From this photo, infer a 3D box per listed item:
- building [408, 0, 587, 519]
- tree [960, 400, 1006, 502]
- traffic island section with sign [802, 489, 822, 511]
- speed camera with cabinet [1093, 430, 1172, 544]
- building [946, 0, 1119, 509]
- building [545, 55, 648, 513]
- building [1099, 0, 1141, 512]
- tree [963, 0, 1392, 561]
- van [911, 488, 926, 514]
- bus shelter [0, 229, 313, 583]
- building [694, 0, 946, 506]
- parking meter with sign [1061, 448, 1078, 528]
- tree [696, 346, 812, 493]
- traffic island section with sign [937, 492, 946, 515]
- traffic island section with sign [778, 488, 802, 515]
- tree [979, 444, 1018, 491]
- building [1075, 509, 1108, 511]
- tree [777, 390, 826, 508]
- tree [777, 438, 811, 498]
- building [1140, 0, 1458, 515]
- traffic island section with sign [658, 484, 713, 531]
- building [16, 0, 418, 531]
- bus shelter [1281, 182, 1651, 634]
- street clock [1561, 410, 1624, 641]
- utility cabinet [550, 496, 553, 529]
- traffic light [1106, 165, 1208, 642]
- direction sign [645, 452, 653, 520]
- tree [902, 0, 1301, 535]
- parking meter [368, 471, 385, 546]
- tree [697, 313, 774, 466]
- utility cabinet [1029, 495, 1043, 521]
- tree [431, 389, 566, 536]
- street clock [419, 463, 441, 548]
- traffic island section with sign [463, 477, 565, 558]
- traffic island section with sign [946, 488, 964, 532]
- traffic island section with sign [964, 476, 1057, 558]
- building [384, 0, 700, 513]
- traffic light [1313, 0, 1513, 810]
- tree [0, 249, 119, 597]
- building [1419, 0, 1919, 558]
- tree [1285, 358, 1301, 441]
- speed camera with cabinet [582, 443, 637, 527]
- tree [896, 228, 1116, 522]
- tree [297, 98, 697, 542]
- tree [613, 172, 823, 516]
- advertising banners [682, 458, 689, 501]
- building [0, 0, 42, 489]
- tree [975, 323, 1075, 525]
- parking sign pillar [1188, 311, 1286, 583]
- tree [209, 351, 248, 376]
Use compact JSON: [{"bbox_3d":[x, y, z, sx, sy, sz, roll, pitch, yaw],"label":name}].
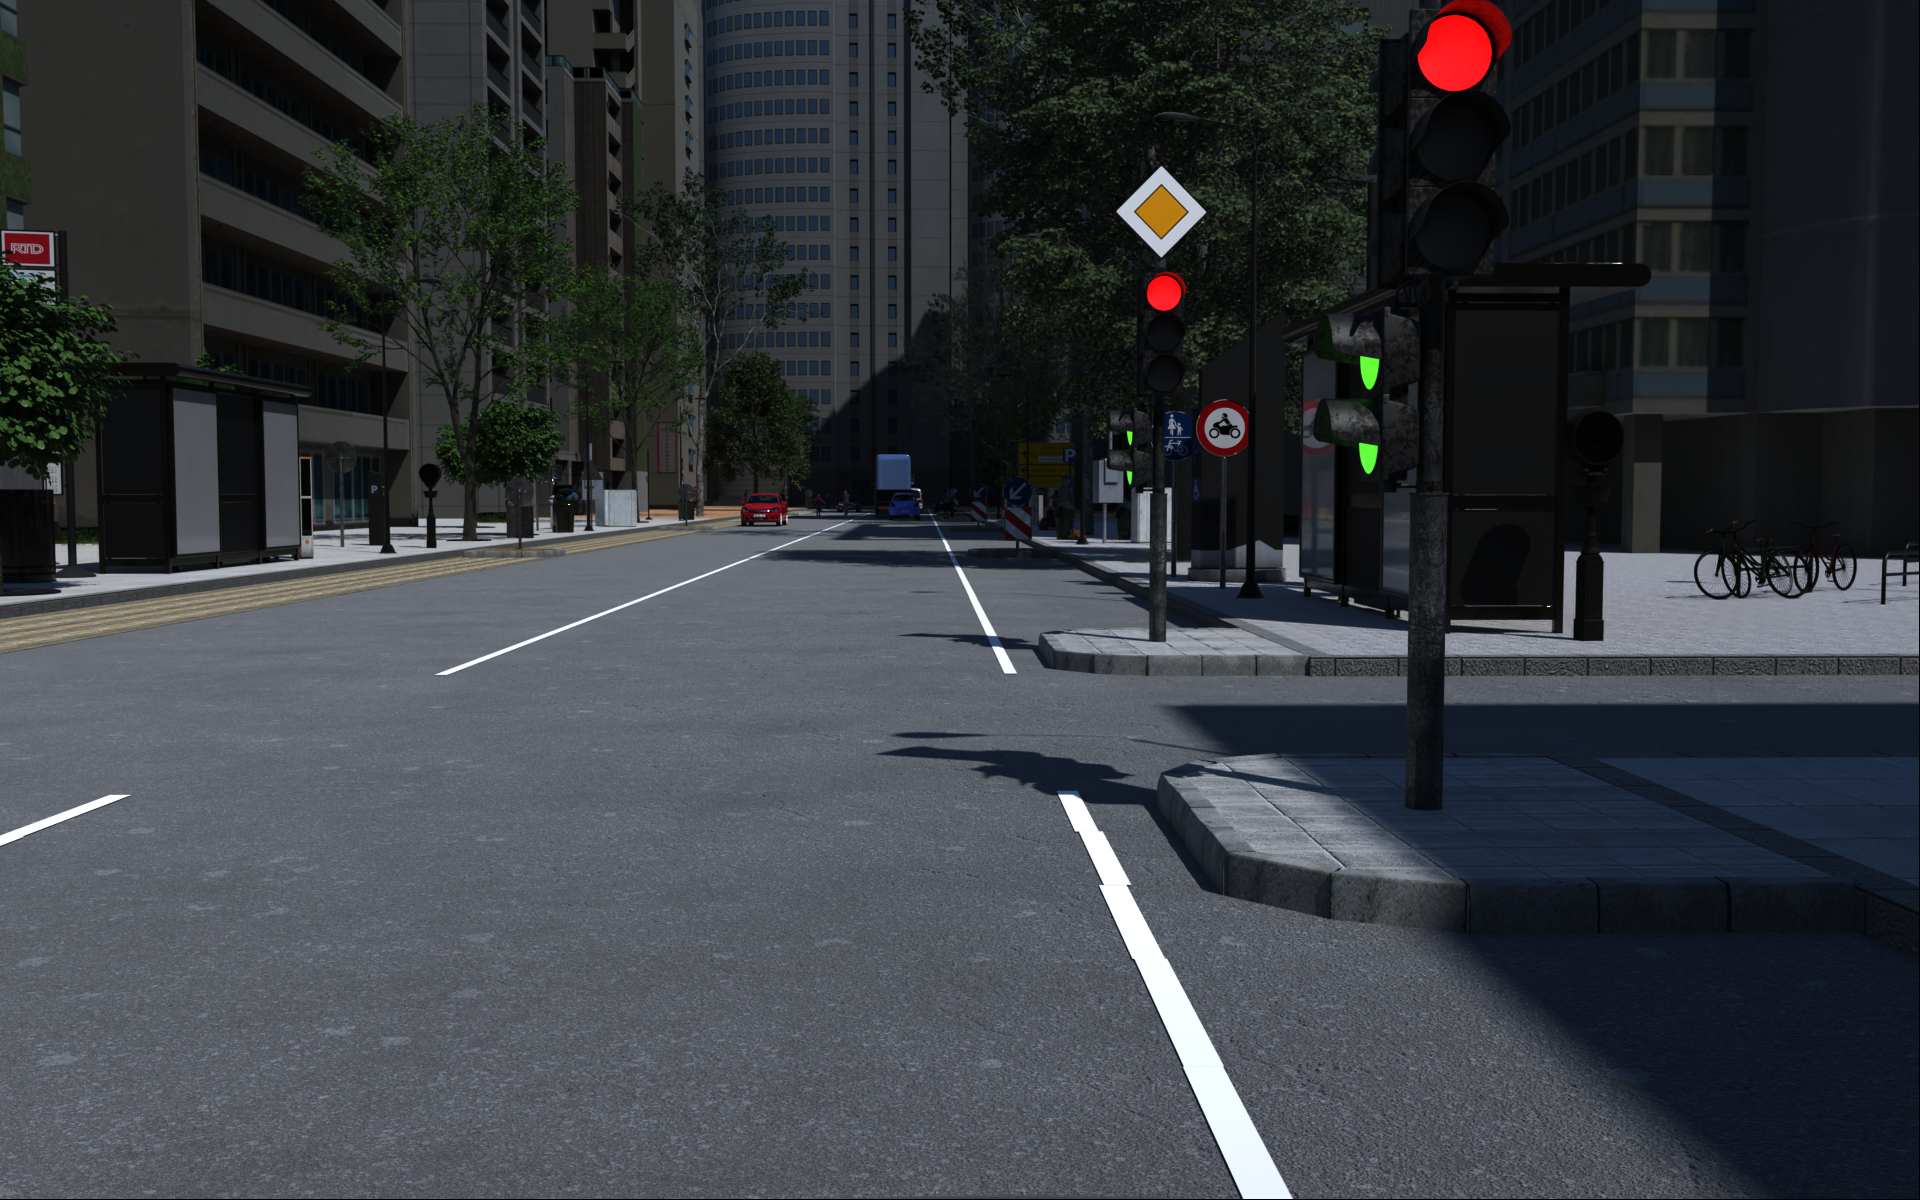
[{"bbox_3d":[-32.714,-40.370,98.295,20.563,71.187,20.611,0,4,-1],"label":"building"},{"bbox_3d":[1.938,-10.861,127.935,4.360,8.622,3.978,0,3,0],"label":"tree"},{"bbox_3d":[-12.470,-8.254,143.581,1.989,1.847,2.006,0,4,-1],"label":"traffic island section with sign"},{"bbox_3d":[4.512,-3.109,45.175,2.038,3.252,0.660,-1,4,-13],"label":"speed camera with cabinet"},{"bbox_3d":[12.961,-39.742,191.784,28.212,58.520,21.231,0,4,-1],"label":"building"},{"bbox_3d":[-29.485,-21.166,117.766,14.160,30.474,14.107,0,4,-1],"label":"building"},{"bbox_3d":[20.815,-28.119,114.363,22.147,44.769,28.867,0,4,-1],"label":"building"},{"bbox_3d":[4.487,-7.734,33.101,9.857,13.997,8.962,0,3,0],"label":"tree"},{"bbox_3d":[-3.453,-7.232,125.253,2.013,2.044,4.112,0,4,-1],"label":"van"},{"bbox_3d":[-13.495,-3.145,29.053,2.179,5.291,8.768,0,4,-1],"label":"bus shelter"},{"bbox_3d":[-15.335,-39.700,191.094,28.212,58.520,21.231,0,4,-1],"label":"building"},{"bbox_3d":[4.008,-4.192,64.794,0.543,3.016,1.738,1,4,11],"label":"parking meter with sign"},{"bbox_3d":[-15.909,-13.272,134.006,9.611,12.733,9.660,0,3,0],"label":"tree"},{"bbox_3d":[-0.560,-6.638,117.155,1.989,1.847,2.006,0,4,-1],"label":"traffic island section with sign"},{"bbox_3d":[-11.870,-6.606,116.632,1.989,1.847,2.006,0,4,-1],"label":"traffic island section with sign"},{"bbox_3d":[2.667,-7.713,109.818,4.285,4.588,4.351,0,3,0],"label":"tree"},{"bbox_3d":[19.675,-36.789,143.498,21.231,58.520,28.212,0,4,-1],"label":"building"},{"bbox_3d":[-16.290,-14.651,165.304,9.928,11.665,9.643,0,3,0],"label":"tree"},{"bbox_3d":[-15.609,-12.589,156.187,4.737,8.622,4.395,0,3,0],"label":"tree"},{"bbox_3d":[15.453,-24.427,82.971,14.154,41.232,14.086,0,4,-1],"label":"building"},{"bbox_3d":[-10.781,-3.646,68.244,1.989,1.847,2.006,0,4,-1],"label":"traffic island section with sign"},{"bbox_3d":[-31.777,-26.448,56.129,21.300,48.544,21.600,0,4,-1],"label":"building"},{"bbox_3d":[5.122,-2.594,20.041,2.179,5.291,8.768,0,4,-1],"label":"bus shelter"},{"bbox_3d":[5.515,-0.647,15.141,0.471,2.002,0.358,-1,4,-8],"label":"street clock"},{"bbox_3d":[-14.853,-3.224,63.880,0.306,1.237,1.020,0,4,2],"label":"utility cabinet"},{"bbox_3d":[1.701,-1.593,14.962,0.839,4.253,0.868,0,4,-1],"label":"traffic light"},{"bbox_3d":[-15.599,-5.792,86.693,0.379,3.537,0.876,-1,4,-11],"label":"direction sign"},{"bbox_3d":[5.322,-12.044,52.813,12.611,20.169,13.585,0,3,0],"label":"tree"},{"bbox_3d":[-14.513,-2.291,43.170,0.399,1.863,0.255,1,4,10],"label":"parking meter"},{"bbox_3d":[-14.707,-9.278,77.452,9.928,11.665,9.643,0,3,0],"label":"tree"},{"bbox_3d":[3.618,-4.390,82.934,0.306,1.237,1.020,-2,4,-25],"label":"utility cabinet"},{"bbox_3d":[-13.902,-4.287,53.799,4.285,4.588,4.351,0,3,0],"label":"tree"},{"bbox_3d":[-12.557,-2.234,41.099,0.471,2.002,0.358,0,4,-1],"label":"street clock"},{"bbox_3d":[-10.127,-1.894,39.594,1.989,1.847,2.006,0,4,-1],"label":"traffic island section with sign"},{"bbox_3d":[0.585,-3.557,66.786,1.989,1.847,2.006,0,4,-1],"label":"traffic island section with sign"},{"bbox_3d":[1.182,-1.909,39.838,1.989,1.847,2.006,0,4,-1],"label":"traffic island section with sign"},{"bbox_3d":[-33.872,-31.947,146.037,21.600,48.544,21.300,0,4,-1],"label":"building"},{"bbox_3d":[1.881,-1.104,6.979,0.839,4.253,0.868,0,4,-1],"label":"traffic light"},{"bbox_3d":[-12.278,-2.351,22.154,4.285,4.588,4.351,0,3,0],"label":"tree"},{"bbox_3d":[25.611,-21.430,42.258,23.993,40.220,32.217,0,4,-1],"label":"building"},{"bbox_3d":[15.401,-7.575,74.209,4.737,8.622,4.395,0,3,0],"label":"tree"},{"bbox_3d":[-13.702,-4.488,67.713,2.038,3.252,0.660,1,4,9],"label":"speed camera with cabinet"},{"bbox_3d":[2.211,-10.435,80.980,12.009,13.543,11.850,0,3,0],"label":"tree"},{"bbox_3d":[-13.472,-7.406,46.850,9.928,11.665,9.643,0,3,0],"label":"tree"},{"bbox_3d":[-14.266,-14.941,100.176,12.611,20.169,13.585,0,3,0],"label":"tree"},{"bbox_3d":[-13.619,-5.478,85.745,0.090,3.025,2.074,0,4,1],"label":"advertising banners"},{"bbox_3d":[-26.939,-21.168,29.694,14.154,41.232,14.086,0,4,-1],"label":"building"},{"bbox_3d":[3.001,-7.471,72.507,4.737,8.622,4.395,0,3,0],"label":"tree"},{"bbox_3d":[4.113,-2.273,25.634,1.447,3.967,1.447,-1,4,-12],"label":"parking sign pillar"},{"bbox_3d":[-16.864,-3.366,38.742,4.285,4.588,4.351,0,3,0],"label":"tree"}]
